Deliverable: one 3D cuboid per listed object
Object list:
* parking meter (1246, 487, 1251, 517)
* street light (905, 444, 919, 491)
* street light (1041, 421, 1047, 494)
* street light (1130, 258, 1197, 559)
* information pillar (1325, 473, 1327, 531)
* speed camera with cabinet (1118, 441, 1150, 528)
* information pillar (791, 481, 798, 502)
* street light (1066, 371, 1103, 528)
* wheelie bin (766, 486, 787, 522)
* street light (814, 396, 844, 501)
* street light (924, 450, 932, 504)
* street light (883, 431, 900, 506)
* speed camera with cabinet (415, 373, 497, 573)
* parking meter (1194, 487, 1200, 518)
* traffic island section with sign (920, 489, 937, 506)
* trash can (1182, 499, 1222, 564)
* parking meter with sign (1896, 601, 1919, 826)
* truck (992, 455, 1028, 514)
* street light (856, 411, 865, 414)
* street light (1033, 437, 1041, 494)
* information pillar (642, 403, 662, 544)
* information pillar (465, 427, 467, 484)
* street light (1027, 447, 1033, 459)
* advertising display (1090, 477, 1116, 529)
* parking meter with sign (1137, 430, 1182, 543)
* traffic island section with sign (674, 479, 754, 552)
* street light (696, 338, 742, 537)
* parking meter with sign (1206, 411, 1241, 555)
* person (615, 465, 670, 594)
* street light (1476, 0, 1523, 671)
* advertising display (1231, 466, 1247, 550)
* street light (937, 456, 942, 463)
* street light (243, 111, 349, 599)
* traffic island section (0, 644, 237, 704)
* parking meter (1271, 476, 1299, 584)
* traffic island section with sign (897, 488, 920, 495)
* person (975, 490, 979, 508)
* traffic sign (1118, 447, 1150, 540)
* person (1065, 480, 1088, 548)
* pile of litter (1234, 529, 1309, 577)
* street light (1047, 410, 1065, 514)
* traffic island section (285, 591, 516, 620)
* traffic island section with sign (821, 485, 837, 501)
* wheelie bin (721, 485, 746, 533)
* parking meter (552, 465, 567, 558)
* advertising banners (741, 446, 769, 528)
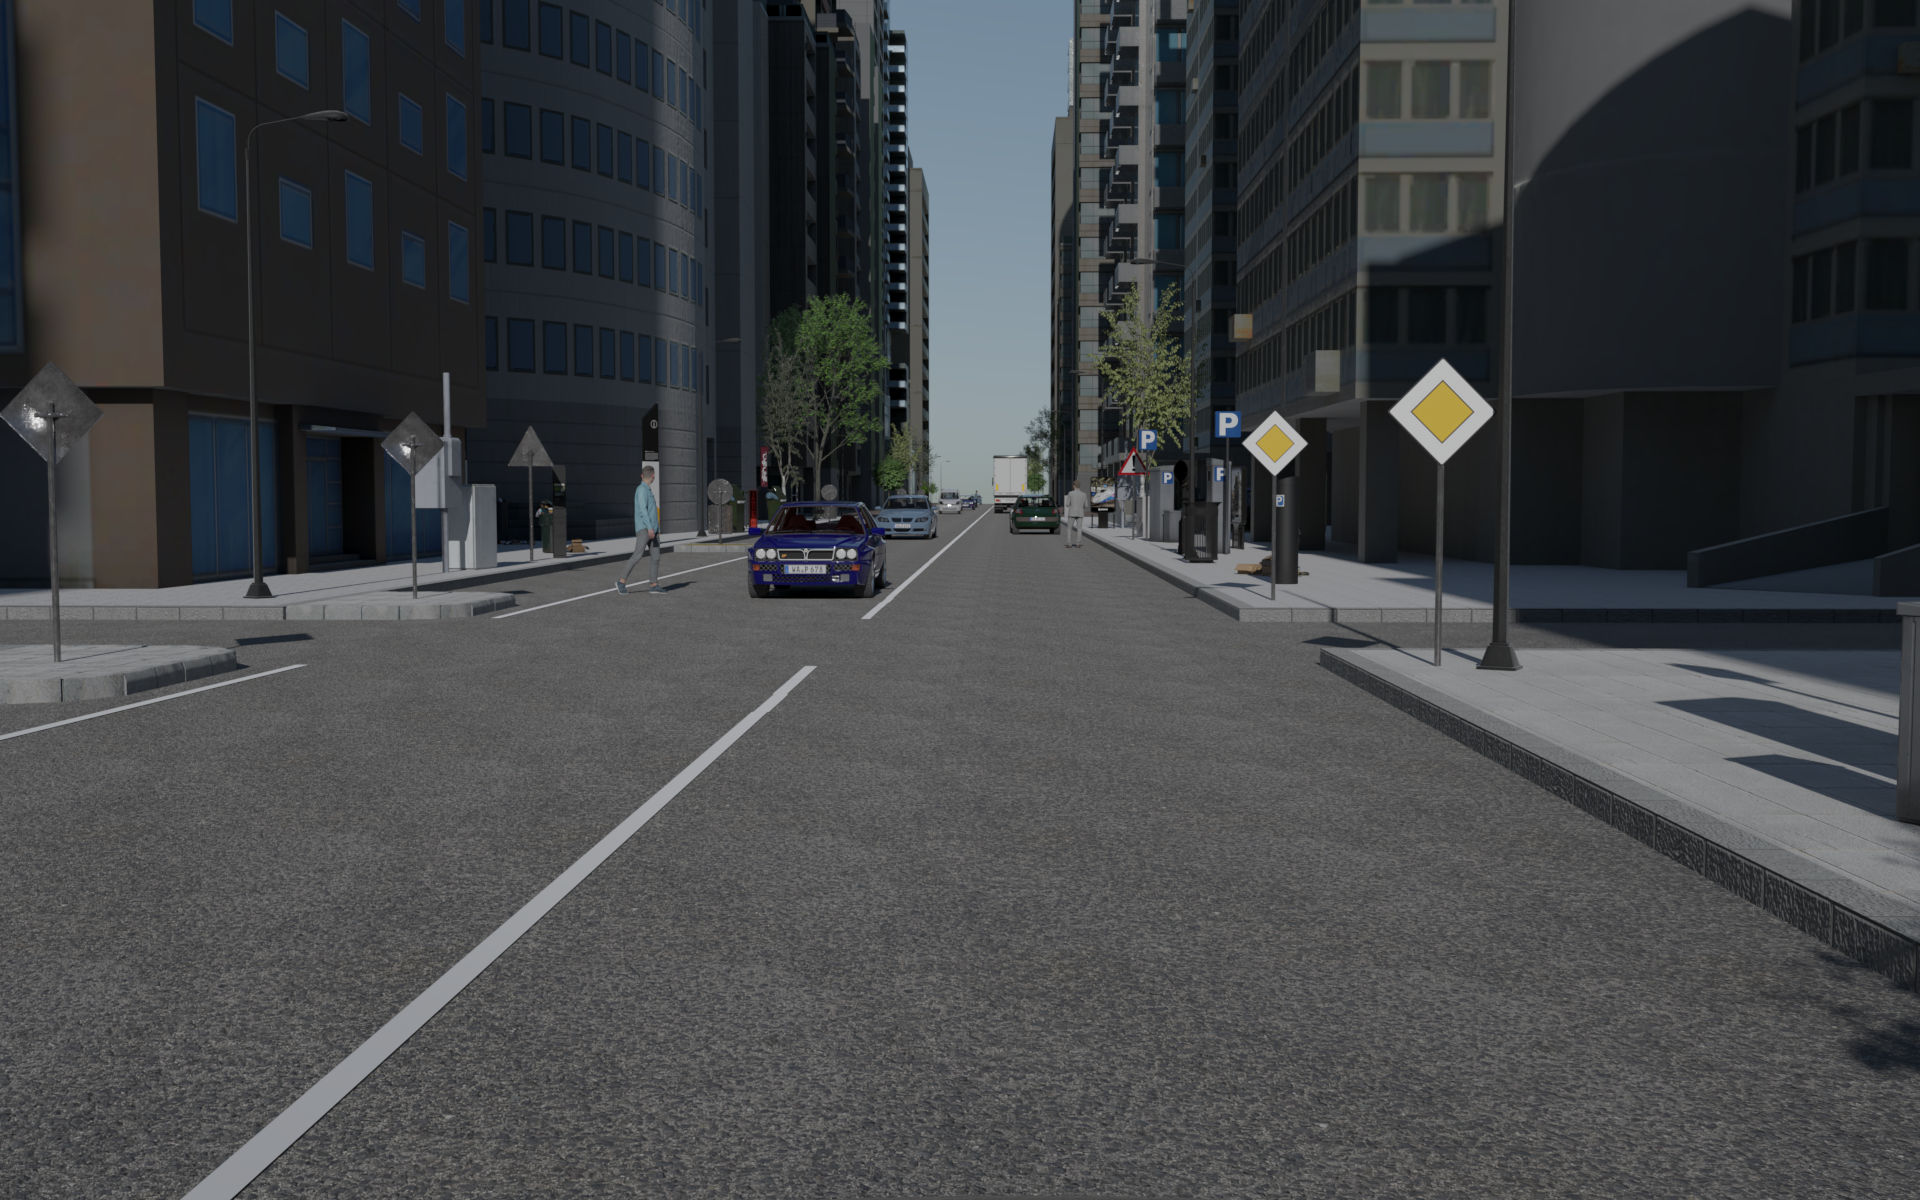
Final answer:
[{"bbox_3d":[10.674,-3.400,64.002,0.372,1.533,0.369,0,3,0],"label":"parking meter"},{"bbox_3d":[-4.463,-11.438,159.556,1.470,5.913,1.316,0,4,2],"label":"street light"},{"bbox_3d":[6.060,-8.371,109.405,1.470,5.913,1.316,0,4,2],"label":"street light"},{"bbox_3d":[4.051,-3.774,34.247,1.470,5.913,1.316,0,4,2],"label":"street light"},{"bbox_3d":[12.559,-3.406,60.180,0.304,2.012,0.304,0,4,1],"label":"information pillar"},{"bbox_3d":[6.789,-4.263,64.040,2.038,3.252,0.660,3,5,44],"label":"speed camera with cabinet"},{"bbox_3d":[-9.216,-5.631,96.554,0.304,2.012,0.304,0,4,5],"label":"information pillar"},{"bbox_3d":[4.817,-5.670,65.241,1.470,5.913,1.316,0,4,2],"label":"street light"},{"bbox_3d":[-7.467,-3.814,70.263,0.693,1.594,0.980,1,4,20],"label":"wheelie bin"},{"bbox_3d":[-6.377,-6.726,82.513,1.470,5.913,1.316,0,4,2],"label":"street light"},{"bbox_3d":[-3.740,-12.731,180.686,1.470,5.913,1.316,0,4,2],"label":"street light"},{"bbox_3d":[-5.144,-9.537,128.469,1.470,5.913,1.316,0,4,2],"label":"street light"},{"bbox_3d":[-8.463,-2.124,29.061,0.660,3.252,2.038,1,4,8],"label":"speed camera with cabinet"},{"bbox_3d":[8.778,-3.448,64.792,0.372,1.533,0.369,0,3,0],"label":"parking meter"},{"bbox_3d":[-3.252,-8.505,147.691,1.989,1.847,2.006,0,4,2],"label":"traffic island section with sign"},{"bbox_3d":[4.489,-1.255,32.177,0.748,1.137,0.748,0,3,0],"label":"trash can"},{"bbox_3d":[4.522,-0.647,6.844,1.738,3.016,0.543,-1,4,-23],"label":"parking meter with sign"},{"bbox_3d":[3.789,-8.677,130.778,2.839,4.237,11.283,0,4,2],"label":"truck"},{"bbox_3d":[-6.056,-7.644,97.521,1.470,5.913,1.316,0,4,2],"label":"street light"},{"bbox_3d":[6.914,-10.274,140.525,1.470,5.913,1.316,0,4,2],"label":"street light"},{"bbox_3d":[-7.894,-3.237,44.275,0.183,3.616,0.504,3,5,40],"label":"information pillar"},{"bbox_3d":[-12.193,-3.109,42.185,0.183,3.616,0.504,1,4,21],"label":"information pillar"},{"bbox_3d":[7.687,-12.176,171.622,1.470,5.913,1.316,0,4,2],"label":"street light"},{"bbox_3d":[5.321,-3.616,64.331,0.974,1.923,0.123,1,4,22],"label":"advertising display"},{"bbox_3d":[5.373,-3.058,46.255,0.543,3.016,1.738,-1,4,-21],"label":"parking meter with sign"},{"bbox_3d":[-6.074,-2.147,43.738,1.989,1.847,2.006,0,4,2],"label":"traffic island section with sign"},{"bbox_3d":[-7.212,-4.850,51.837,1.470,5.913,1.316,0,4,2],"label":"street light"},{"bbox_3d":[5.608,-2.516,37.394,0.543,3.016,1.738,0,4,-2],"label":"parking meter with sign"},{"bbox_3d":[-4.547,-1.008,24.835,0.748,1.841,0.638,1,4,11],"label":"person"},{"bbox_3d":[3.424,-2.448,12.562,1.470,5.913,1.316,0,4,2],"label":"street light"},{"bbox_3d":[6.481,-2.148,40.327,0.123,1.923,0.974,0,4,-6],"label":"advertising display"},{"bbox_3d":[-3.007,-14.607,211.365,1.470,5.913,1.316,0,4,2],"label":"street light"},{"bbox_3d":[-8.105,-2.974,21.162,1.470,5.913,1.316,0,4,2],"label":"street light"},{"bbox_3d":[-6.907,0.555,13.214,2.009,0.180,2.903,0,4,2],"label":"traffic island section"},{"bbox_3d":[4.644,-0.997,24.715,0.372,1.533,0.369,0,3,0],"label":"parking meter"},{"bbox_3d":[-3.997,-6.818,120.096,1.989,1.847,2.006,0,4,2],"label":"traffic island section with sign"},{"bbox_3d":[1.782,-10.746,184.179,0.705,1.826,1.348,-1,4,-16],"label":"person"},{"bbox_3d":[4.828,-2.946,48.178,0.884,2.594,0.081,0,4,7],"label":"traffic sign"},{"bbox_3d":[3.060,-2.283,46.020,0.606,1.804,0.583,-1,4,-19],"label":"person"},{"bbox_3d":[4.956,-0.830,27.531,1.176,0.858,1.719,1,4,10],"label":"pile of litter"},{"bbox_3d":[5.694,-7.546,95.916,1.470,5.913,1.316,0,4,2],"label":"street light"},{"bbox_3d":[-6.689,0.066,21.196,2.009,0.180,2.903,0,4,2],"label":"traffic island section"},{"bbox_3d":[-5.334,-3.817,71.038,1.989,1.847,2.006,0,4,2],"label":"traffic island section with sign"},{"bbox_3d":[-7.507,-3.005,57.039,0.693,1.594,0.980,1,4,21],"label":"wheelie bin"},{"bbox_3d":[-8.017,-1.770,34.644,0.255,1.863,0.399,-1,4,-15],"label":"parking meter"},{"bbox_3d":[-7.570,-4.094,63.116,0.090,3.025,2.074,2,4,31],"label":"advertising banners"}]
